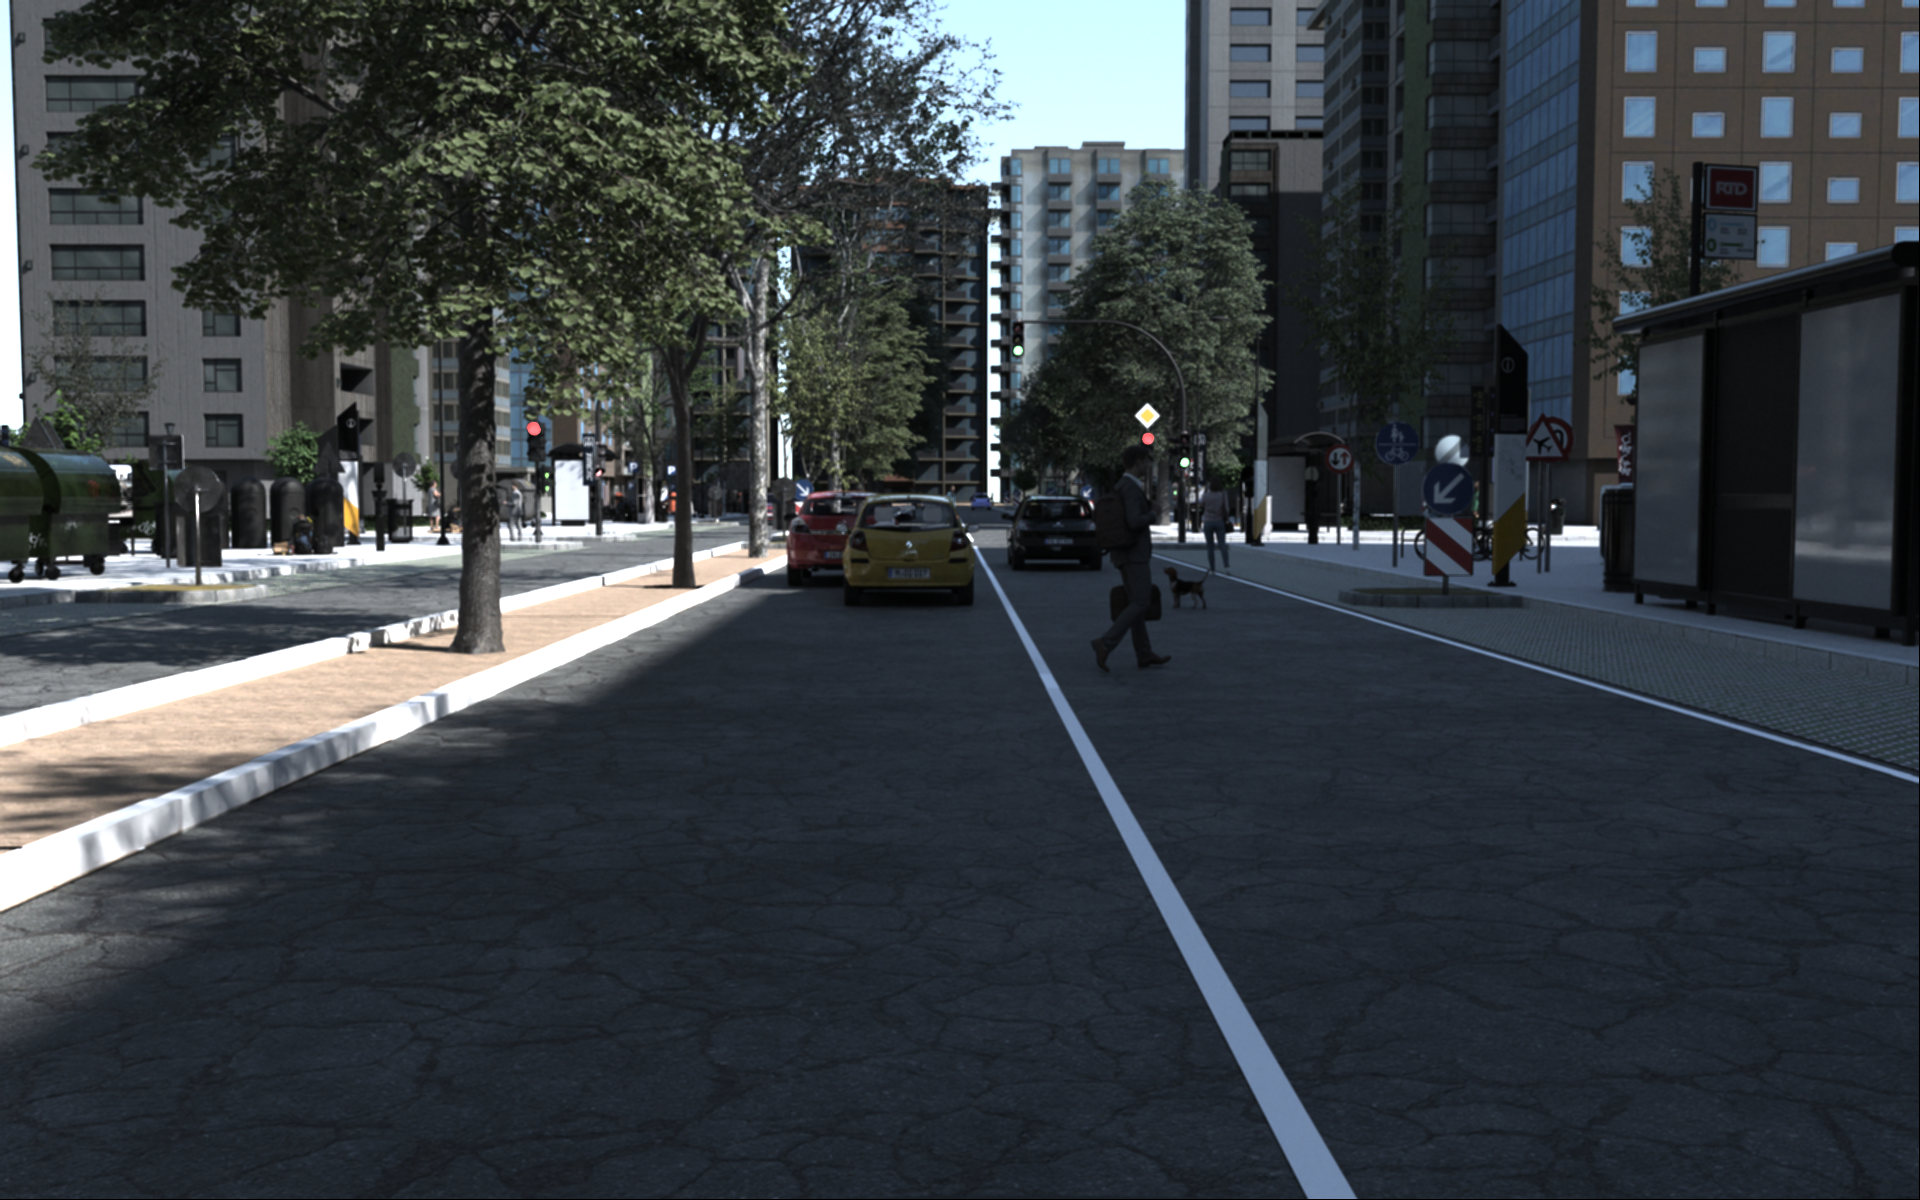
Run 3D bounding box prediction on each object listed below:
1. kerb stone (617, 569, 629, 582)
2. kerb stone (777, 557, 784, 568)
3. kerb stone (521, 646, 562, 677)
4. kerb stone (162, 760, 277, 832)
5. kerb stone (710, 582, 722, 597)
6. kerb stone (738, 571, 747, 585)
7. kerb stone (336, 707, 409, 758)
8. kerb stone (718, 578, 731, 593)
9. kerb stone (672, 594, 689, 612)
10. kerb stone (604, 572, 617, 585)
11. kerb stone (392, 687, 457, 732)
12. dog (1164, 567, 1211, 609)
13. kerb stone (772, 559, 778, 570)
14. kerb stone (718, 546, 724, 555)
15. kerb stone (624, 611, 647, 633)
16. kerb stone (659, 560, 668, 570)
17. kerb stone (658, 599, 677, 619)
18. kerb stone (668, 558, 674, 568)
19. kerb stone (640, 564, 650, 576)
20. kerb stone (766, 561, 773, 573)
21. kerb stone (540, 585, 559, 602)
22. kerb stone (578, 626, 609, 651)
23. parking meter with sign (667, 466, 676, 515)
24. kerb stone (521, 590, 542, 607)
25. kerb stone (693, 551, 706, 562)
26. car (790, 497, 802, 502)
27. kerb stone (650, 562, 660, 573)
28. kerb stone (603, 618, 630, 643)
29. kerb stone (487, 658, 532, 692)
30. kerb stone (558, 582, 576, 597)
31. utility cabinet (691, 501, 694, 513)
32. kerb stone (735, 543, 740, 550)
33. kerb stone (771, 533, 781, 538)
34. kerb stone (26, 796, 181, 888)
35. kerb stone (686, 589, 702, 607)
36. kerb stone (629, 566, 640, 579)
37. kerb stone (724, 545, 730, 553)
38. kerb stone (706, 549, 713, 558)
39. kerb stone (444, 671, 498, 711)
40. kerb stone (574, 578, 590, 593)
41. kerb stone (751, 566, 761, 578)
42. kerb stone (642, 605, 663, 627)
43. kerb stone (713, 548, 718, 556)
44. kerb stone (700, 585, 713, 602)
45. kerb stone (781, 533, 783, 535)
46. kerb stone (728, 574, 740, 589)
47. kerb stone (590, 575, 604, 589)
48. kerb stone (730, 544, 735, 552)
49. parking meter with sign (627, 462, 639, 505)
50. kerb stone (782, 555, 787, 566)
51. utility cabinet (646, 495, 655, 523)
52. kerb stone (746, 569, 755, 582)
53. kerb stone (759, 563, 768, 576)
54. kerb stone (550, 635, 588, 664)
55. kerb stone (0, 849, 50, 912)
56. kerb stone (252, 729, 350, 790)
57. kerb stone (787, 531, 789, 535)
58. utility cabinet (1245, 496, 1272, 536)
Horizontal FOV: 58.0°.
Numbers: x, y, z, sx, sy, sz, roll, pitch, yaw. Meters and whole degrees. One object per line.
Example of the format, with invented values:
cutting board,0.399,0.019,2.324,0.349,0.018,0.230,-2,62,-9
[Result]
kerb stone,-5.614,-0.372,28.356,0.120,0.150,1.000,0,4,0
kerb stone,-3.560,-0.688,33.457,0.120,0.150,1.000,0,4,0
kerb stone,-3.406,0.508,13.982,0.120,0.150,1.000,0,4,0
kerb stone,-3.354,0.884,7.828,0.120,0.150,1.000,0,4,0
kerb stone,-3.489,-0.122,24.240,0.120,0.150,1.000,0,4,0
kerb stone,-3.516,-0.313,27.315,0.120,0.150,1.000,0,4,0
kerb stone,-3.369,0.758,9.871,0.120,0.150,1.000,0,4,0
kerb stone,-3.494,-0.188,25.269,0.120,0.150,1.000,0,4,0
kerb stone,-3.471,0.064,21.157,0.120,0.150,1.000,0,4,0
kerb stone,-5.606,-0.314,27.333,0.120,0.150,1.000,0,4,0
kerb stone,-3.380,0.695,10.893,0.120,0.150,1.000,0,4,0
dog,2.850,-0.152,21.778,0.540,0.507,0.406,0,4,-1
kerb stone,-3.559,-0.622,32.435,0.120,0.150,1.000,0,4,0
kerb stone,-5.722,-1.127,40.688,0.120,0.150,1.000,0,4,0
kerb stone,-3.441,0.254,18.082,0.120,0.150,1.000,0,4,0
kerb stone,-5.656,-0.629,32.481,0.120,0.150,1.000,0,4,0
kerb stone,-3.452,0.126,20.128,0.120,0.150,1.000,0,4,0
kerb stone,-5.657,-0.690,33.504,0.120,0.150,1.000,0,4,0
kerb stone,-5.641,-0.503,30.417,0.120,0.150,1.000,0,4,0
kerb stone,-3.546,-0.564,31.413,0.120,0.150,1.000,0,4,0
kerb stone,-5.584,-0.064,23.234,0.120,0.150,1.000,0,4,0
kerb stone,-3.427,0.377,16.028,0.120,0.150,1.000,0,4,0
parking meter with sign,-17.712,-6.753,106.665,0.543,3.016,1.738,-1,4,-12
kerb stone,-5.567,0.003,22.204,0.120,0.150,1.000,0,4,0
kerb stone,-5.704,-0.943,37.612,0.120,0.150,1.000,0,4,0
car,-8.625,-5.211,94.232,2.155,1.783,4.494,0,4,-1
kerb stone,-5.645,-0.566,31.449,0.120,0.150,1.000,0,4,0
kerb stone,-3.427,0.315,17.051,0.120,0.150,1.000,0,4,0
kerb stone,-3.397,0.572,12.950,0.120,0.150,1.000,0,4,0
kerb stone,-5.588,-0.126,24.263,0.120,0.150,1.000,0,4,0
utility cabinet,-17.893,-6.468,114.431,0.318,1.500,1.173,-2,4,-29
kerb stone,-5.739,-1.320,43.776,0.120,0.150,1.000,0,4,0
kerb stone,-5.832,-1.977,54.526,0.120,0.150,1.000,0,4,0
kerb stone,-3.352,0.942,6.798,0.120,0.150,1.000,0,4,0
kerb stone,-3.474,0.000,22.190,0.120,0.150,1.000,0,4,0
kerb stone,-5.627,-0.440,29.387,0.120,0.150,1.000,0,4,0
kerb stone,-5.726,-1.194,41.722,0.120,0.150,1.000,0,4,0
kerb stone,-5.699,-1.003,38.640,0.120,0.150,1.000,0,4,0
kerb stone,-3.383,0.629,11.915,0.120,0.150,1.000,0,4,0
kerb stone,-5.600,-0.189,25.289,0.120,0.150,1.000,0,4,0
kerb stone,-3.537,-0.438,29.363,0.120,0.150,1.000,0,4,0
kerb stone,-3.444,0.189,19.103,0.120,0.150,1.000,0,4,0
kerb stone,-5.719,-1.063,39.662,0.120,0.150,1.000,0,4,0
kerb stone,-3.475,-0.061,23.212,0.120,0.150,1.000,0,4,0
kerb stone,-5.835,-2.037,55.548,0.120,0.150,1.000,0,4,0
kerb stone,-3.504,-0.250,26.291,0.120,0.150,1.000,0,4,0
kerb stone,-5.603,-0.252,26.311,0.120,0.150,1.000,0,4,0
kerb stone,-5.741,-1.257,42.754,0.120,0.150,1.000,0,4,0
parking meter with sign,-17.909,-6.008,94.499,0.543,3.016,1.738,0,4,-2
kerb stone,-3.576,-0.752,34.487,0.120,0.150,1.000,0,4,0
utility cabinet,-13.767,-3.997,76.507,0.306,1.237,1.020,0,4,4
kerb stone,-3.520,-0.375,28.342,0.120,0.150,1.000,0,4,0
kerb stone,-3.534,-0.501,30.387,0.120,0.150,1.000,0,4,0
kerb stone,-3.412,0.440,15.003,0.120,0.150,1.000,0,4,0
kerb stone,-3.344,1.006,5.770,0.120,0.150,1.000,0,4,0
kerb stone,-3.365,0.816,8.849,0.120,0.150,1.000,0,4,0
kerb stone,-5.862,-2.163,57.594,0.120,0.150,1.000,0,4,0
utility cabinet,9.168,-2.577,53.297,0.306,1.237,1.020,-2,4,-24
